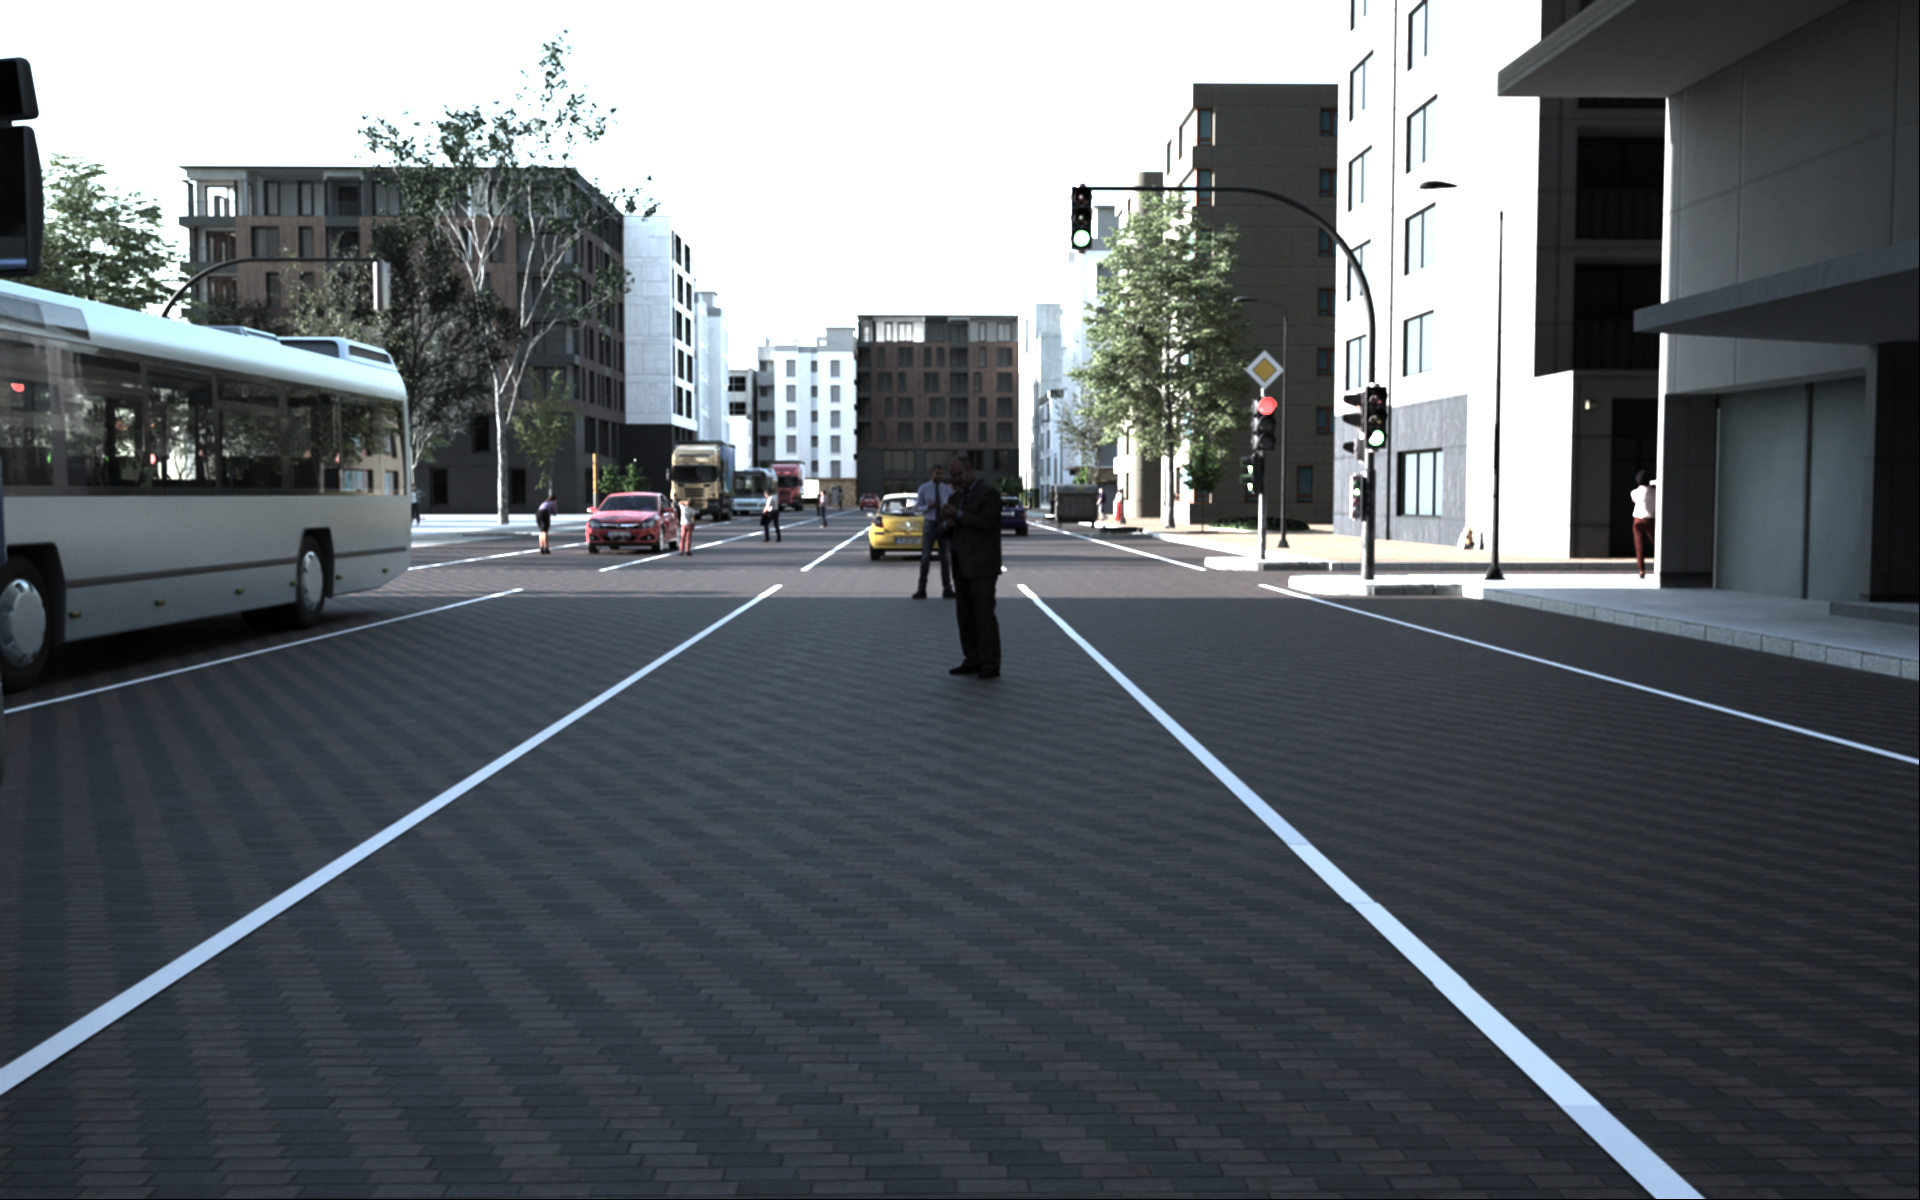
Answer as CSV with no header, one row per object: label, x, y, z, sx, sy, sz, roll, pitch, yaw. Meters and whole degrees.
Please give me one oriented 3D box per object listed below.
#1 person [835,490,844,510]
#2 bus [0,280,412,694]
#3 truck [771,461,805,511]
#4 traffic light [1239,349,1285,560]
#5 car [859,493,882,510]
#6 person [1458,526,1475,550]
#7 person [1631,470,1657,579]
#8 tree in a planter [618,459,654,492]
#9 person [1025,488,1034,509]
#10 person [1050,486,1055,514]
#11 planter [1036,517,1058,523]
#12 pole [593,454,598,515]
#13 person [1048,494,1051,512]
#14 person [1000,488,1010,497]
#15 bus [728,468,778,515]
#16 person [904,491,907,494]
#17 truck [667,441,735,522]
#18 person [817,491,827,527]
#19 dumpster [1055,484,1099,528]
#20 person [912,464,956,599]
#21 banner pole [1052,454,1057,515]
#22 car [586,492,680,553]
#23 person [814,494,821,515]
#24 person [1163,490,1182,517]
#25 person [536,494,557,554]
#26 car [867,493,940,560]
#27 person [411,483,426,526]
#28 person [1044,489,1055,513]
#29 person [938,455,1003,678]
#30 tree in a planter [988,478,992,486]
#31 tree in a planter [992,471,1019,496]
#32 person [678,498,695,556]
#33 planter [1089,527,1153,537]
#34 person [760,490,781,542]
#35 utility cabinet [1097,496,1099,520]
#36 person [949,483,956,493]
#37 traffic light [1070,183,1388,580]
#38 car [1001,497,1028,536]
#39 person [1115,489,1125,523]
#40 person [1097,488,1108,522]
person,-10.793,-9.014,155.888,0.705,1.824,1.348,2,4,33
bus,-8.046,-1.244,15.199,2.948,3.499,13.247,0,4,-1
truck,-14.698,-9.711,147.689,2.839,4.237,11.283,0,4,-3
traffic light,5.897,-2.745,33.801,0.839,4.253,0.868,0,4,-1
car,-8.166,-9.079,157.479,2.155,1.783,4.494,0,4,-1
person,11.655,-1.426,39.827,0.357,0.543,0.381,0,4,-3
person,10.464,-1.152,26.345,0.566,1.644,0.517,-1,4,-16
tree in a planter,-16.376,-5.491,86.997,1.991,3.239,1.994,0,4,-1
person,6.083,-8.832,150.425,0.705,1.826,1.348,-2,4,-28
person,5.933,-6.414,111.010,0.705,1.812,1.348,0,4,0
planter,4.808,-3.989,86.368,1.991,0.319,1.994,0,4,-1
pole,-18.391,-5.723,87.421,0.158,3.312,0.155,0,3,0
person,6.778,-7.345,126.923,1.217,1.735,0.721,2,4,24
person,2.837,-6.311,111.703,1.348,1.823,0.705,0,4,6
bus,-14.301,-7.655,120.020,2.948,3.499,13.247,0,4,-3
person,-6.030,-11.131,190.501,0.705,1.823,1.348,-2,4,-27
truck,-13.759,-6.368,93.030,2.839,4.237,11.283,0,4,-3
person,-5.911,-3.926,74.649,0.435,1.587,0.963,0,4,2
dumpster,4.900,-3.970,73.121,1.865,1.857,1.264,0,4,0
person,-0.295,-0.937,23.685,0.709,1.838,0.599,-1,4,-17
banner pole,5.944,-7.190,107.577,0.401,3.779,0.863,1,4,12
car,-8.157,-2.101,43.389,2.155,1.783,4.494,0,4,-1
person,-9.548,-6.410,116.556,0.557,1.426,1.065,1,4,13
person,9.170,-4.007,74.741,0.799,1.438,0.628,0,4,3
person,-9.881,-1.818,41.461,0.421,1.427,0.697,1,4,20
car,-1.109,-1.755,38.917,2.015,1.641,3.980,0,3,0
person,-22.039,-3.870,70.048,0.841,1.734,0.376,0,4,6
person,6.317,-6.776,117.550,1.217,1.735,0.721,0,4,6
person,0.067,-0.274,13.668,0.565,1.739,0.600,1,4,20
tree in a planter,3.132,-10.146,163.114,1.991,3.239,1.994,0,4,-1
tree in a planter,3.716,-8.491,136.055,1.991,3.239,1.994,0,4,-1
person,-6.389,-1.715,40.445,0.435,1.345,0.340,0,4,-1
planter,5.400,-2.289,58.568,1.991,0.319,1.994,0,4,-1
person,-5.685,-2.522,51.955,0.590,1.554,0.614,1,4,17
utility cabinet,6.608,-4.554,85.617,0.306,1.237,1.020,-1,4,-9
person,-0.366,-3.018,57.995,0.875,1.805,0.789,2,4,30
traffic light,3.981,-3.117,25.631,4.771,5.953,1.251,0,4,-1
car,1.424,-2.945,60.728,1.945,1.354,3.894,0,4,-2
person,7.184,-4.238,77.798,0.523,1.526,0.387,3,5,44
person,6.657,-4.438,80.816,0.569,1.553,0.471,-3,4,-36
